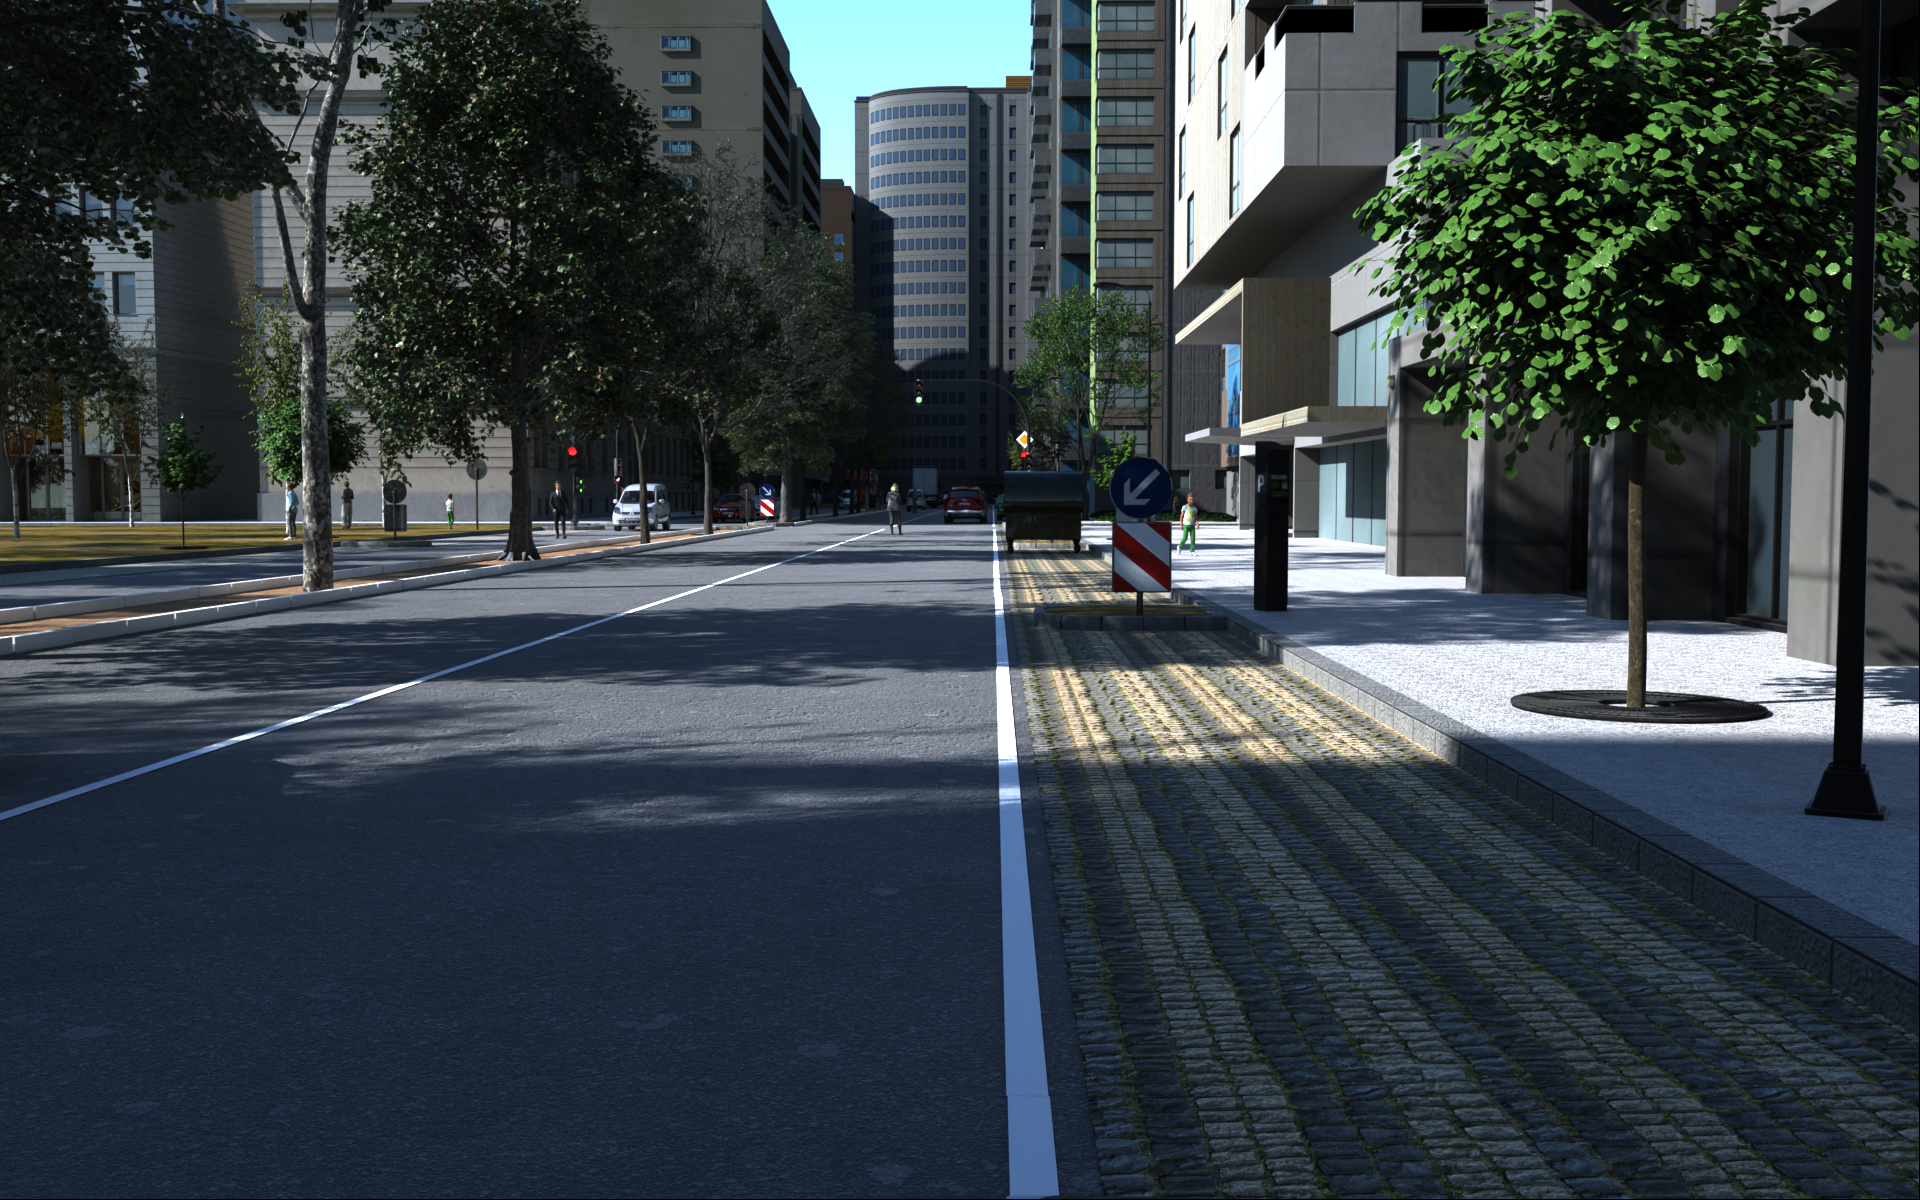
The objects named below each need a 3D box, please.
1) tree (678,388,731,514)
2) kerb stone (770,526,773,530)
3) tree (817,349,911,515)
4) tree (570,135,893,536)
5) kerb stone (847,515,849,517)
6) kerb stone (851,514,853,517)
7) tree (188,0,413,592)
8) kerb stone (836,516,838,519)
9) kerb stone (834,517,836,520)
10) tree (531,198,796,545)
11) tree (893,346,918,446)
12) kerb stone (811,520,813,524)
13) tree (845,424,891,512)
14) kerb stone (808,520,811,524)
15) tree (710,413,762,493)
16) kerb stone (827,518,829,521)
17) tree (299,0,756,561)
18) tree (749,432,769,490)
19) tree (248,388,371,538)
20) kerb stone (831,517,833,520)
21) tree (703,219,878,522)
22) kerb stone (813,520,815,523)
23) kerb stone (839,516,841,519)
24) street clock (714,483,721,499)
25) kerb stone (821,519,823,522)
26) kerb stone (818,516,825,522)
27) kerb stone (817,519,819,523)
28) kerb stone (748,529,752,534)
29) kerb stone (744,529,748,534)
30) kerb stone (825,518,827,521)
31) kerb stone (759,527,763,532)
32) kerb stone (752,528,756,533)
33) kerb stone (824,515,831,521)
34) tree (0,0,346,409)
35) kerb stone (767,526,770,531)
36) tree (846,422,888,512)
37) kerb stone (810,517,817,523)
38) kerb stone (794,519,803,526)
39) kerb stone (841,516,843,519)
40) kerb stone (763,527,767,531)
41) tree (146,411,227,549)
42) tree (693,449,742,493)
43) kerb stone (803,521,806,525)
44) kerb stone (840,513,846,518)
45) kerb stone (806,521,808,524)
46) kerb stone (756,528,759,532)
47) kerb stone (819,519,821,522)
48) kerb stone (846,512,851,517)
[{"bbox_3d":[-16.722,-9.973,113.425,4.360,8.622,3.978,0,3,0],"label":"tree"},{"bbox_3d":[-7.587,-2.816,68.365,0.120,0.150,1.000,0,4,1],"label":"kerb stone"},{"bbox_3d":[-7.394,-12.168,127.157,9.928,11.665,9.643,0,3,0],"label":"tree"},{"bbox_3d":[-8.664,-8.957,59.275,12.009,13.543,11.850,0,3,0],"label":"tree"},{"bbox_3d":[-6.926,-4.986,103.739,0.120,0.150,1.000,0,4,1],"label":"kerb stone"},{"bbox_3d":[-6.865,-5.175,106.816,0.120,0.150,1.000,0,4,1],"label":"kerb stone"},{"bbox_3d":[-10.614,-10.234,25.678,12.611,20.169,13.585,0,3,0],"label":"tree"},{"bbox_3d":[-7.067,-4.541,96.567,0.120,0.150,1.000,0,4,1],"label":"kerb stone"},{"bbox_3d":[-7.078,-4.486,95.544,0.120,0.150,1.000,0,4,1],"label":"kerb stone"},{"bbox_3d":[-8.595,-6.768,47.526,8.767,10.594,7.601,0,4,1],"label":"tree"},{"bbox_3d":[-8.371,-10.969,92.170,12.009,13.543,11.850,0,3,0],"label":"tree"},{"bbox_3d":[-7.312,-3.735,83.254,0.120,0.150,1.000,0,4,1],"label":"kerb stone"},{"bbox_3d":[-7.346,-11.169,135.437,4.360,8.622,3.978,0,3,0],"label":"tree"},{"bbox_3d":[-7.324,-3.671,82.232,0.120,0.150,1.000,0,4,1],"label":"kerb stone"},{"bbox_3d":[-16.331,-10.699,125.292,4.737,8.622,4.395,0,3,0],"label":"tree"},{"bbox_3d":[-7.155,-4.234,91.455,0.120,0.150,1.000,0,4,1],"label":"kerb stone"},{"bbox_3d":[-9.456,-7.193,37.076,9.611,12.733,9.660,0,3,0],"label":"tree"},{"bbox_3d":[-15.932,-11.254,134.366,4.360,8.622,3.978,0,3,0],"label":"tree"},{"bbox_3d":[-19.054,-4.094,50.647,4.285,4.588,4.351,0,3,0],"label":"tree"},{"bbox_3d":[-7.116,-4.361,93.500,0.120,0.150,1.000,0,4,1],"label":"kerb stone"},{"bbox_3d":[-8.219,-10.522,81.139,9.857,13.997,8.962,0,3,0],"label":"tree"},{"bbox_3d":[-7.290,-3.797,84.282,0.120,0.150,1.000,0,4,1],"label":"kerb stone"},{"bbox_3d":[-7.015,-4.674,98.622,0.120,0.150,1.000,0,4,1],"label":"kerb stone"},{"bbox_3d":[-16.336,-6.852,116.600,0.471,2.002,0.358,-1,4,-16],"label":"street clock"},{"bbox_3d":[-7.211,-4.046,88.383,0.120,0.150,1.000,0,4,1],"label":"kerb stone"},{"bbox_3d":[-7.198,-4.111,89.409,0.120,0.150,1.000,0,4,1],"label":"kerb stone"},{"bbox_3d":[-7.245,-3.921,86.335,0.120,0.150,1.000,0,4,1],"label":"kerb stone"},{"bbox_3d":[-7.701,-2.448,62.215,0.120,0.150,1.000,0,4,1],"label":"kerb stone"},{"bbox_3d":[-7.721,-2.385,61.194,0.120,0.150,1.000,0,4,1],"label":"kerb stone"},{"bbox_3d":[-7.170,-4.169,90.433,0.120,0.150,1.000,0,4,1],"label":"kerb stone"},{"bbox_3d":[-7.643,-2.636,65.295,0.120,0.150,1.000,0,4,1],"label":"kerb stone"},{"bbox_3d":[-7.678,-2.505,63.243,0.120,0.150,1.000,0,4,1],"label":"kerb stone"},{"bbox_3d":[-7.135,-4.297,92.477,0.120,0.150,1.000,0,4,1],"label":"kerb stone"},{"bbox_3d":[-9.900,-6.436,14.349,9.857,13.997,8.962,0,3,0],"label":"tree"},{"bbox_3d":[-7.606,-2.760,67.343,0.120,0.150,1.000,0,4,1],"label":"kerb stone"},{"bbox_3d":[-7.456,-11.453,140.080,4.737,8.622,4.395,0,3,0],"label":"tree"},{"bbox_3d":[-7.279,-3.860,85.307,0.120,0.150,1.000,0,4,1],"label":"kerb stone"},{"bbox_3d":[-7.386,-3.482,79.144,0.120,0.150,1.000,0,4,1],"label":"kerb stone"},{"bbox_3d":[-7.001,-4.731,99.645,0.120,0.150,1.000,0,4,1],"label":"kerb stone"},{"bbox_3d":[-7.627,-2.699,66.320,0.120,0.150,1.000,0,4,1],"label":"kerb stone"},{"bbox_3d":[-18.199,-2.808,40.511,1.663,3.219,1.824,0,3,0],"label":"tree"},{"bbox_3d":[-16.806,-8.361,120.412,4.285,4.588,4.351,0,3,0],"label":"tree"},{"bbox_3d":[-7.366,-3.546,80.175,0.120,0.150,1.000,0,4,1],"label":"kerb stone"},{"bbox_3d":[-6.964,-4.862,101.689,0.120,0.150,1.000,0,4,1],"label":"kerb stone"},{"bbox_3d":[-7.341,-3.605,81.203,0.120,0.150,1.000,0,4,1],"label":"kerb stone"},{"bbox_3d":[-7.667,-2.573,64.273,0.120,0.150,1.000,0,4,1],"label":"kerb stone"},{"bbox_3d":[-7.232,-3.984,87.361,0.120,0.150,1.000,0,4,1],"label":"kerb stone"},{"bbox_3d":[-6.885,-5.113,105.785,0.120,0.150,1.000,0,4,1],"label":"kerb stone"}]
